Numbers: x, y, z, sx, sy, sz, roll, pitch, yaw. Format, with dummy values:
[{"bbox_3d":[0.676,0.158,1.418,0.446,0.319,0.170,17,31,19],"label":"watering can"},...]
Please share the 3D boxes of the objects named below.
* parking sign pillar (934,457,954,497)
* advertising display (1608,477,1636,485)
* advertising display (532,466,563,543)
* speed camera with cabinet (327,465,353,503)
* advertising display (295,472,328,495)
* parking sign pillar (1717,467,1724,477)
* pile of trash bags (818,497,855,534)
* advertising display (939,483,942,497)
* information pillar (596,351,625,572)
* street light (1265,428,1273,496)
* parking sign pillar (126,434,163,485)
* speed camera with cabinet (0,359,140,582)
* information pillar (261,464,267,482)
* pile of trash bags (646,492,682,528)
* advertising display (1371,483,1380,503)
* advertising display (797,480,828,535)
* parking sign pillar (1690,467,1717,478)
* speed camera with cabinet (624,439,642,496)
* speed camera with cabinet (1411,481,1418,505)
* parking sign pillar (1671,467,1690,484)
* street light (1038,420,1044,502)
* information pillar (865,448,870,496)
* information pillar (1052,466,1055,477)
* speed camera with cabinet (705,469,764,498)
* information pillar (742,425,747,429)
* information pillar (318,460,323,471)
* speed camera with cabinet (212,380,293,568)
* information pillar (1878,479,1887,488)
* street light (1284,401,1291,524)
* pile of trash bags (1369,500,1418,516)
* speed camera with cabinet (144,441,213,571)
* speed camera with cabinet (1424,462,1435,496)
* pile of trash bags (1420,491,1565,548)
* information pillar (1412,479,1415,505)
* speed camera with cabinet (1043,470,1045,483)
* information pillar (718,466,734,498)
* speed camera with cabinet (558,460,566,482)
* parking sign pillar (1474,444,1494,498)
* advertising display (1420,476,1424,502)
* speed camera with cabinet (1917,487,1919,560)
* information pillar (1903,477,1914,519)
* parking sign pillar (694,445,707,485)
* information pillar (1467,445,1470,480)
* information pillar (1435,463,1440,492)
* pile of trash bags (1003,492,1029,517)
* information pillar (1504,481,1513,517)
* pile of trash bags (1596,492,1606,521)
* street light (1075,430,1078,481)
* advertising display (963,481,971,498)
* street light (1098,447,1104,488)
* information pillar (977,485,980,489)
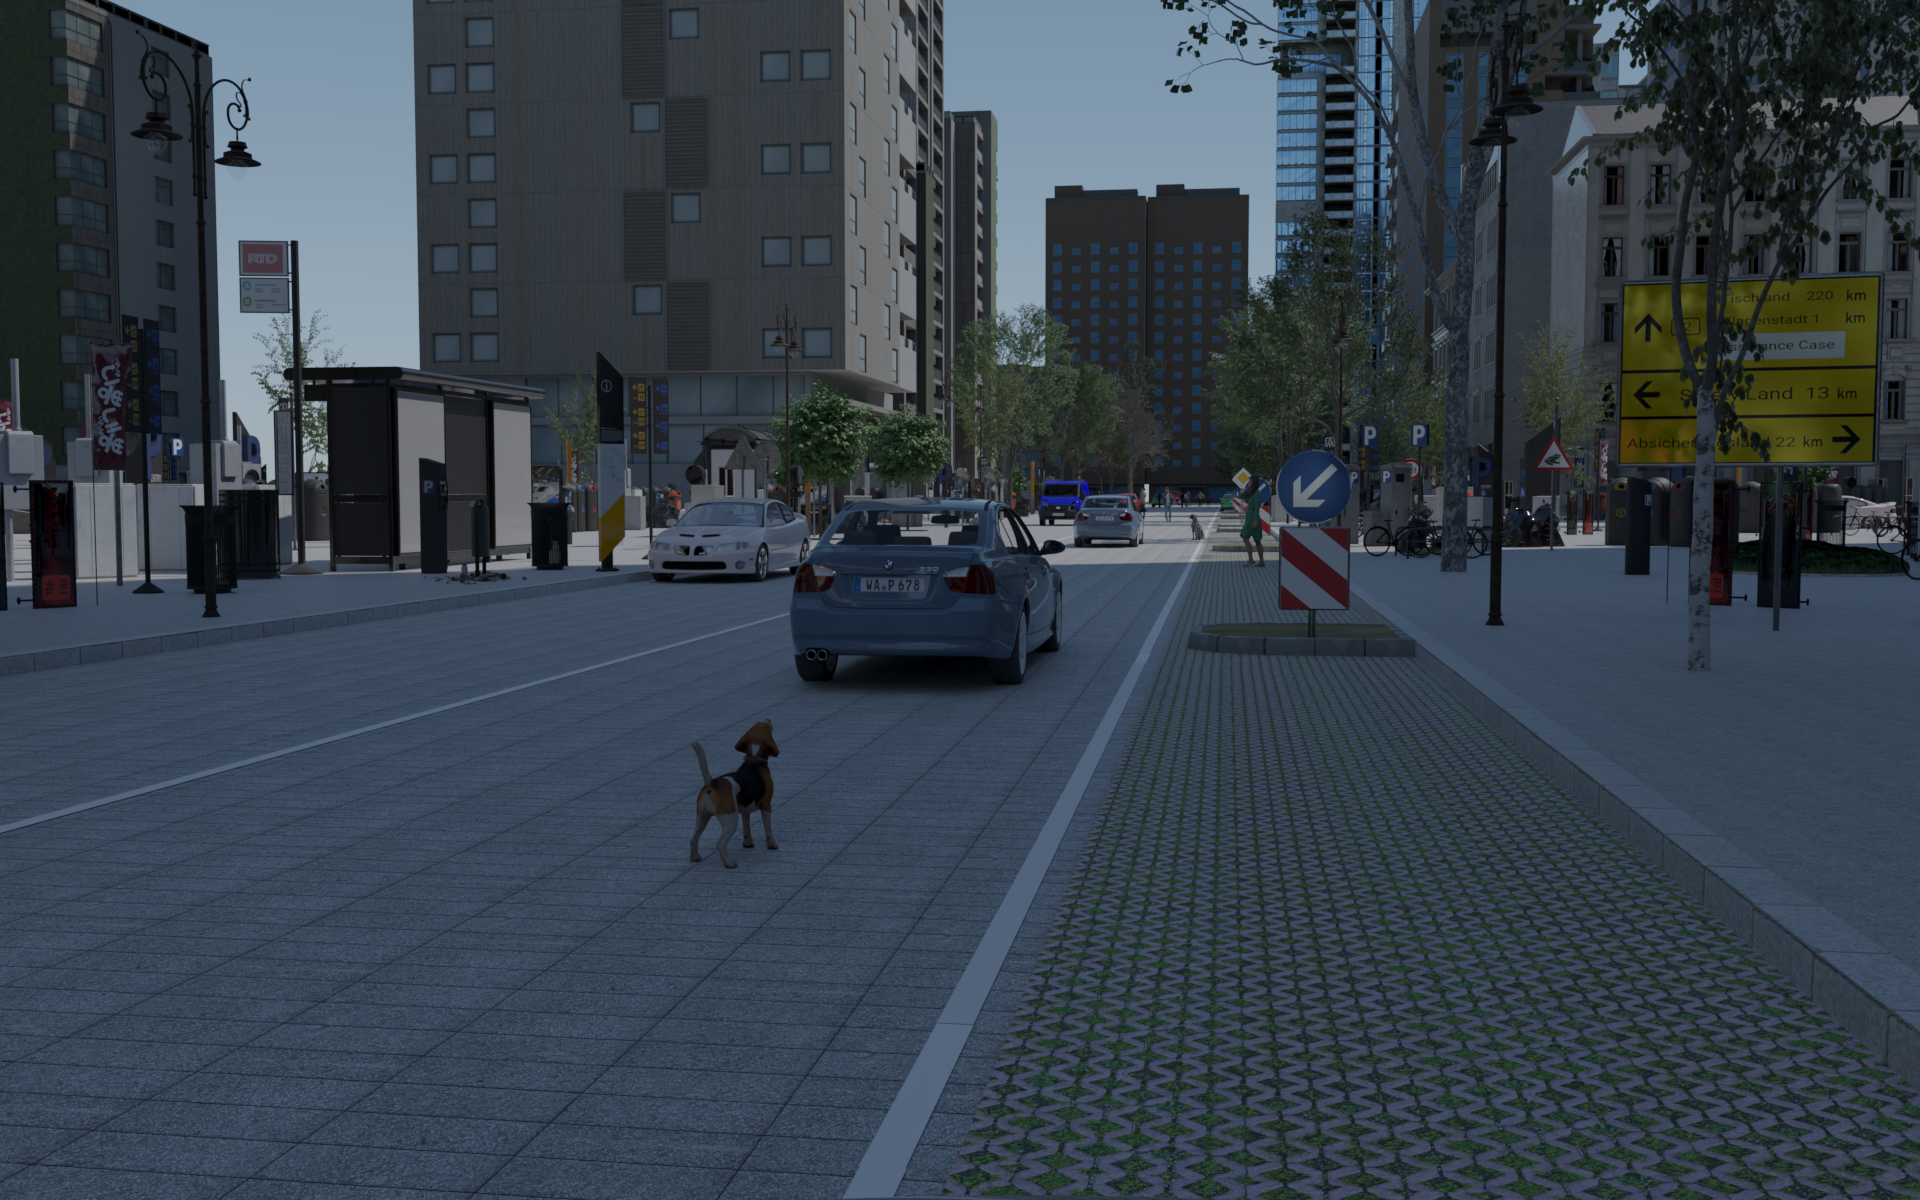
[{"bbox_3d":[-1.031,-7.494,111.006,1.447,3.967,1.447,-2,4,-31],"label":"parking sign pillar"},{"bbox_3d":[24.337,-3.578,63.711,0.974,1.923,0.123,1,4,14],"label":"advertising display"},{"bbox_3d":[-9.478,-2.092,39.412,0.974,1.923,0.123,1,4,19],"label":"advertising display"},{"bbox_3d":[-18.712,-3.552,52.415,0.660,3.252,2.038,-1,4,-11],"label":"speed camera with cabinet"},{"bbox_3d":[-18.867,-2.768,50.473,0.974,1.923,0.123,-2,4,-29],"label":"advertising display"},{"bbox_3d":[60.983,-9.232,139.423,1.447,3.967,1.447,-2,4,-34],"label":"parking sign pillar"},{"bbox_3d":[-4.227,-2.837,56.133,1.912,1.369,3.447,1,4,16],"label":"pile of trash bags"},{"bbox_3d":[-0.935,-5.837,100.642,0.123,1.923,0.974,-2,4,-26],"label":"advertising display"},{"bbox_3d":[-5.785,-2.281,28.646,0.183,3.616,0.504,3,5,45],"label":"information pillar"},{"bbox_3d":[17.805,-7.701,98.694,0.468,5.910,1.993,1,4,9],"label":"street light"},{"bbox_3d":[-19.829,-3.281,42.122,1.447,3.967,1.447,0,4,-6],"label":"parking sign pillar"},{"bbox_3d":[-13.523,-1.939,26.044,0.660,3.252,2.038,3,5,39],"label":"speed camera with cabinet"},{"bbox_3d":[-52.756,-8.556,131.249,0.504,3.616,0.183,-2,4,-31],"label":"information pillar"},{"bbox_3d":[-11.463,-3.449,66.140,1.912,1.369,3.447,1,4,13],"label":"pile of trash bags"},{"bbox_3d":[25.087,-6.077,104.578,0.123,1.923,0.974,3,5,39],"label":"advertising display"},{"bbox_3d":[-4.608,-2.986,54.032,0.974,1.923,0.123,-1,4,-9],"label":"advertising display"},{"bbox_3d":[54.560,-8.514,127.676,1.447,3.967,1.447,0,4,1],"label":"parking sign pillar"},{"bbox_3d":[-12.195,-4.219,63.322,0.660,3.252,2.038,0,4,7],"label":"speed camera with cabinet"},{"bbox_3d":[31.965,-7.971,124.658,2.038,3.252,0.660,-2,4,-25],"label":"speed camera with cabinet"},{"bbox_3d":[47.663,-7.808,116.129,1.447,3.967,1.447,-2,4,-30],"label":"parking sign pillar"},{"bbox_3d":[4.643,-7.725,99.085,0.468,5.910,1.993,1,4,9],"label":"street light"},{"bbox_3d":[-3.591,-4.620,66.886,0.183,3.616,0.504,-1,4,-16],"label":"information pillar"},{"bbox_3d":[7.848,-9.439,145.678,0.183,3.616,0.504,1,4,18],"label":"information pillar"},{"bbox_3d":[-7.954,-4.087,61.157,2.038,3.252,0.660,-2,4,-33],"label":"speed camera with cabinet"},{"bbox_3d":[-7.098,-4.093,58.278,0.504,3.616,0.183,0,4,0],"label":"information pillar"},{"bbox_3d":[-44.461,-7.897,120.467,0.504,3.616,0.183,2,4,32],"label":"information pillar"},{"bbox_3d":[-12.745,-2.226,30.731,0.660,3.252,2.038,1,4,15],"label":"speed camera with cabinet"},{"bbox_3d":[43.690,-4.745,82.073,0.304,2.012,0.304,-2,4,-29],"label":"information pillar"},{"bbox_3d":[14.198,-6.243,74.857,0.468,5.910,1.993,1,4,9],"label":"street light"},{"bbox_3d":[14.566,-2.927,57.604,1.912,1.369,3.447,0,4,2],"label":"pile of trash bags"},{"bbox_3d":[-13.713,-2.114,28.898,2.038,3.252,0.660,0,4,-4],"label":"speed camera with cabinet"},{"bbox_3d":[30.008,-6.983,108.516,2.038,3.252,0.660,0,4,-3],"label":"speed camera with cabinet"},{"bbox_3d":[13.435,-2.048,43.235,1.912,1.369,3.447,-1,4,-23],"label":"pile of trash bags"},{"bbox_3d":[33.026,-8.273,126.618,0.504,3.616,0.183,3,4,36],"label":"information pillar"},{"bbox_3d":[6.674,-9.010,141.643,0.660,3.252,2.038,0,4,2],"label":"speed camera with cabinet"},{"bbox_3d":[-6.162,-2.521,45.711,0.304,2.012,0.304,3,4,39],"label":"information pillar"},{"bbox_3d":[-22.275,-6.421,99.323,2.038,3.252,0.660,0,4,-2],"label":"speed camera with cabinet"},{"bbox_3d":[27.950,-6.332,91.996,1.447,3.967,1.447,-2,4,-35],"label":"parking sign pillar"},{"bbox_3d":[16.181,-3.396,60.736,0.123,1.923,0.974,1,4,16],"label":"advertising display"},{"bbox_3d":[18.957,-2.307,32.050,2.038,3.252,0.660,3,4,39],"label":"speed camera with cabinet"},{"bbox_3d":[41.735,-4.388,76.233,0.304,2.012,0.304,1,4,10],"label":"information pillar"},{"bbox_3d":[-13.958,-6.481,94.438,1.447,3.967,1.447,-3,5,-43],"label":"parking sign pillar"},{"bbox_3d":[22.595,-5.257,77.298,0.183,3.616,0.504,3,4,36],"label":"information pillar"},{"bbox_3d":[36.217,-8.557,131.265,0.183,3.616,0.504,-1,4,-19],"label":"information pillar"},{"bbox_3d":[2.947,-5.353,97.275,1.912,1.369,3.447,0,4,1],"label":"pile of trash bags"},{"bbox_3d":[30.910,-5.696,97.622,0.304,2.012,0.304,-3,4,-36],"label":"information pillar"},{"bbox_3d":[31.710,-4.415,81.940,1.912,1.369,3.447,-3,5,-40],"label":"pile of trash bags"},{"bbox_3d":[8.284,-9.206,123.298,0.468,5.910,1.993,1,4,9],"label":"street light"},{"bbox_3d":[0.268,-4.289,75.333,0.123,1.923,0.974,-1,4,-17],"label":"advertising display"},{"bbox_3d":[11.944,-10.677,147.348,0.468,5.910,1.993,1,4,9],"label":"street light"},{"bbox_3d":[1.579,-8.270,139.702,0.304,2.012,0.304,-3,5,-43],"label":"information pillar"}]
